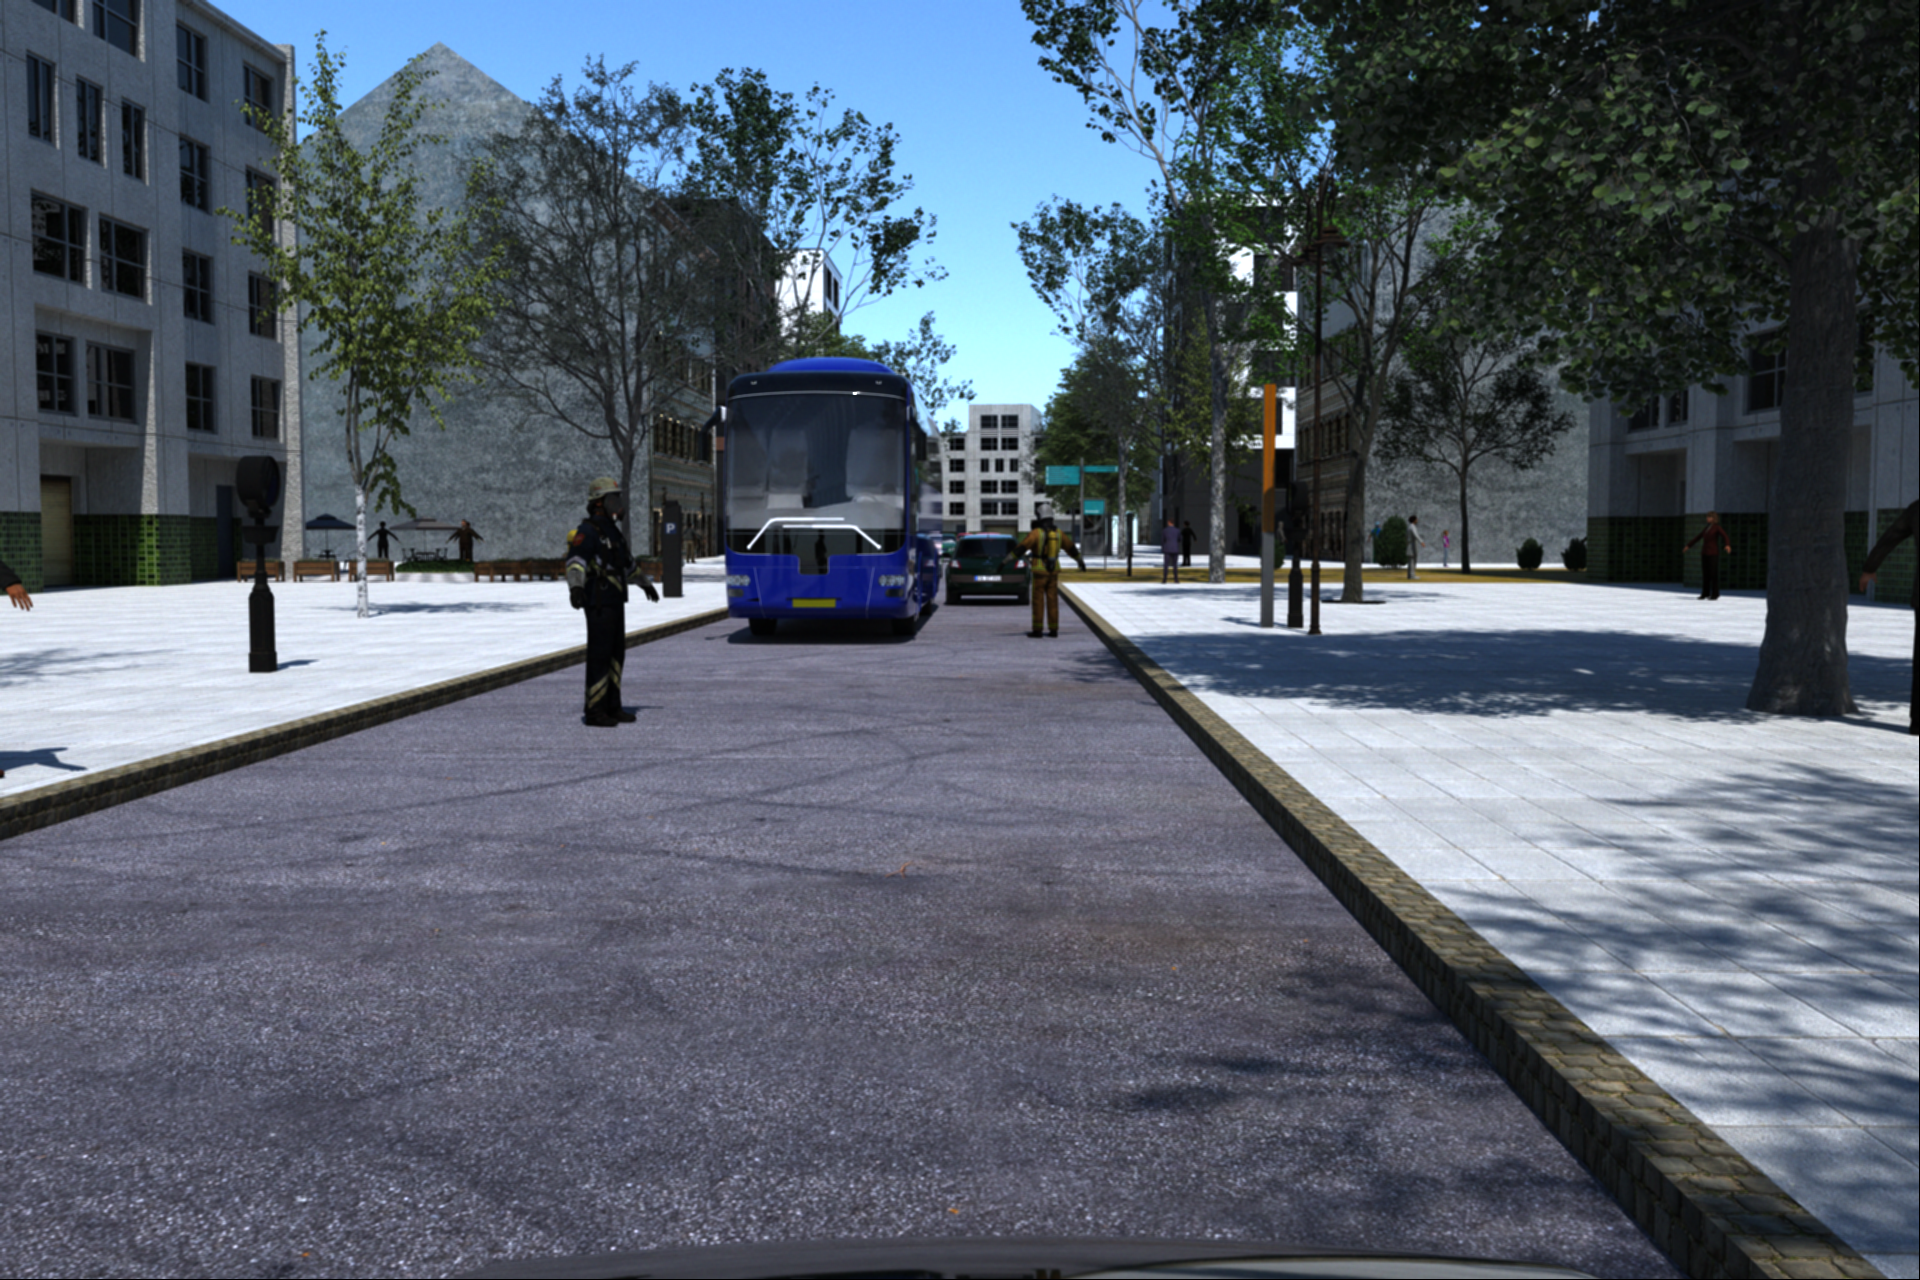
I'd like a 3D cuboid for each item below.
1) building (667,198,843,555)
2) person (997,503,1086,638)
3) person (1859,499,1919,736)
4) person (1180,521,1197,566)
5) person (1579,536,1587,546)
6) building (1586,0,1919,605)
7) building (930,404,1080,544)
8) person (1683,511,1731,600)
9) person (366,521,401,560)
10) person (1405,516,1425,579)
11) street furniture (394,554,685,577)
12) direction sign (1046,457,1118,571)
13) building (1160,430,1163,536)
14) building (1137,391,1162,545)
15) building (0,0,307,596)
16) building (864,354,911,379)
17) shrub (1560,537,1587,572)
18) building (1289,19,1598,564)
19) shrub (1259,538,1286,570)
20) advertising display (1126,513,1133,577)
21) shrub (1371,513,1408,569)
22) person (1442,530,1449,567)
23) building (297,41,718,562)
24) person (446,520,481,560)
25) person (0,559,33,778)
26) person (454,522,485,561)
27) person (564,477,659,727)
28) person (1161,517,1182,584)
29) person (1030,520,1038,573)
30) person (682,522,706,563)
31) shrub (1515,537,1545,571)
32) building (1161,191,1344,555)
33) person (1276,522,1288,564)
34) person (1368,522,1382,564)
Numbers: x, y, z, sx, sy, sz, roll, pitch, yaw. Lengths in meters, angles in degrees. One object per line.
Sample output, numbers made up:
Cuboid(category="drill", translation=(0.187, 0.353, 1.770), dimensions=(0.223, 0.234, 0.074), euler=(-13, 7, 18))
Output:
Cuboid(category="building", translation=(-23.743, -17.023, 122.298), dimensions=(27.936, 21.610, 32.646), euler=(0, 4, 2))
Cuboid(category="person", translation=(1.167, -0.964, 23.995), dimensions=(1.354, 1.858, 0.705), euler=(-1, 4, -23))
Cuboid(category="person", translation=(6.245, -0.291, 10.938), dimensions=(0.705, 1.807, 1.348), euler=(-2, 4, -26))
Cuboid(category="person", translation=(8.953, -3.820, 68.637), dimensions=(1.347, 1.806, 0.705), euler=(-3, 5, -40))
Cuboid(category="person", translation=(19.976, -2.930, 53.841), dimensions=(1.347, 1.837, 0.705), euler=(2, 4, 24))
Cuboid(category="building", translation=(25.584, -10.119, 31.909), dimensions=(16.747, 18.905, 31.486), euler=(0, 4, 1))
Cuboid(category="building", translation=(2.266, -22.834, 242.242), dimensions=(31.486, 18.905, 16.747), euler=(0, 4, 8))
Cuboid(category="person", translation=(14.560, -1.647, 33.739), dimensions=(0.721, 1.729, 1.215), euler=(-1, 4, -18))
Cuboid(category="person", translation=(-20.773, -3.403, 62.361), dimensions=(1.216, 1.740, 0.721), euler=(-1, 4, -18))
Cuboid(category="person", translation=(12.884, -2.630, 49.191), dimensions=(0.705, 1.806, 1.347), euler=(0, 4, -4))
Cuboid(category="street furniture", translation=(-13.381, -2.446, 55.617), dimensions=(10.072, 0.657, 5.734), euler=(3, 5, 42))
Cuboid(category="direction sign", translation=(4.227, -4.350, 59.879), dimensions=(2.525, 3.948, 1.411), euler=(0, 4, 2))
Cuboid(category="building", translation=(27.367, -20.513, 191.808), dimensions=(16.016, 20.090, 11.380), euler=(0, 4, 1))
Cuboid(category="building", translation=(30.995, -22.823, 204.078), dimensions=(19.493, 23.208, 18.063), euler=(0, 4, 1))
Cuboid(category="building", translation=(-28.284, -10.344, 35.575), dimensions=(16.747, 18.905, 31.486), euler=(0, 4, 2))
Cuboid(category="building", translation=(-20.607, -22.524, 212.235), dimensions=(27.936, 21.610, 32.646), euler=(0, 4, 1))
Cuboid(category="shrub", translation=(21.101, -2.948, 59.319), dimensions=(1.383, 1.207, 1.383), euler=(0, 3, 0))
Cuboid(category="building", translation=(27.007, -15.445, 83.457), dimensions=(19.493, 23.208, 18.063), euler=(0, 4, 2))
Cuboid(category="shrub", translation=(11.031, -3.060, 61.142), dimensions=(1.383, 1.207, 1.383), euler=(0, 3, 0))
Cuboid(category="advertising display", translation=(5.140, -2.896, 52.561), dimensions=(0.123, 1.923, 0.974), euler=(0, 4, 0))
Cuboid(category="shrub", translation=(16.119, -3.685, 64.295), dimensions=(1.661, 2.075, 1.752), euler=(0, 3, 0))
Cuboid(category="person", translation=(19.087, -3.581, 67.809), dimensions=(0.599, 1.433, 0.991), euler=(1, 4, 18))
Cuboid(category="building", translation=(-23.023, -15.654, 86.876), dimensions=(19.493, 23.208, 18.063), euler=(0, 4, 1))
Cuboid(category="person", translation=(-18.315, -3.536, 63.949), dimensions=(1.346, 1.812, 0.704), euler=(0, 4, 7))
Cuboid(category="person", translation=(-5.265, -0.183, 9.055), dimensions=(1.348, 1.821, 0.705), euler=(3, 4, 38))
Cuboid(category="person", translation=(-21.082, -4.164, 74.313), dimensions=(1.346, 1.802, 0.704), euler=(0, 4, 1))
Cuboid(category="person", translation=(-2.643, -0.292, 13.009), dimensions=(0.705, 1.856, 1.354), euler=(1, 4, 14))
Cuboid(category="person", translation=(5.478, -2.318, 44.866), dimensions=(0.541, 1.710, 0.530), euler=(1, 4, 13))
Cuboid(category="person", translation=(2.224, -2.514, 49.710), dimensions=(0.704, 1.843, 1.345), euler=(1, 4, 22))
Cuboid(category="person", translation=(-11.901, -4.297, 76.528), dimensions=(1.348, 1.796, 0.705), euler=(1, 4, 16))
Cuboid(category="shrub", translation=(20.060, -3.048, 60.950), dimensions=(1.383, 1.207, 1.383), euler=(0, 3, 0))
Cuboid(category="building", translation=(27.713, -16.859, 119.624), dimensions=(27.936, 21.610, 32.646), euler=(0, 4, 1))
Cuboid(category="person", translation=(13.809, -4.180, 74.477), dimensions=(0.705, 1.813, 1.348), euler=(0, 4, -4))
Cuboid(category="person", translation=(17.924, -4.168, 74.281), dimensions=(0.704, 1.817, 1.347), euler=(-2, 4, -30))
